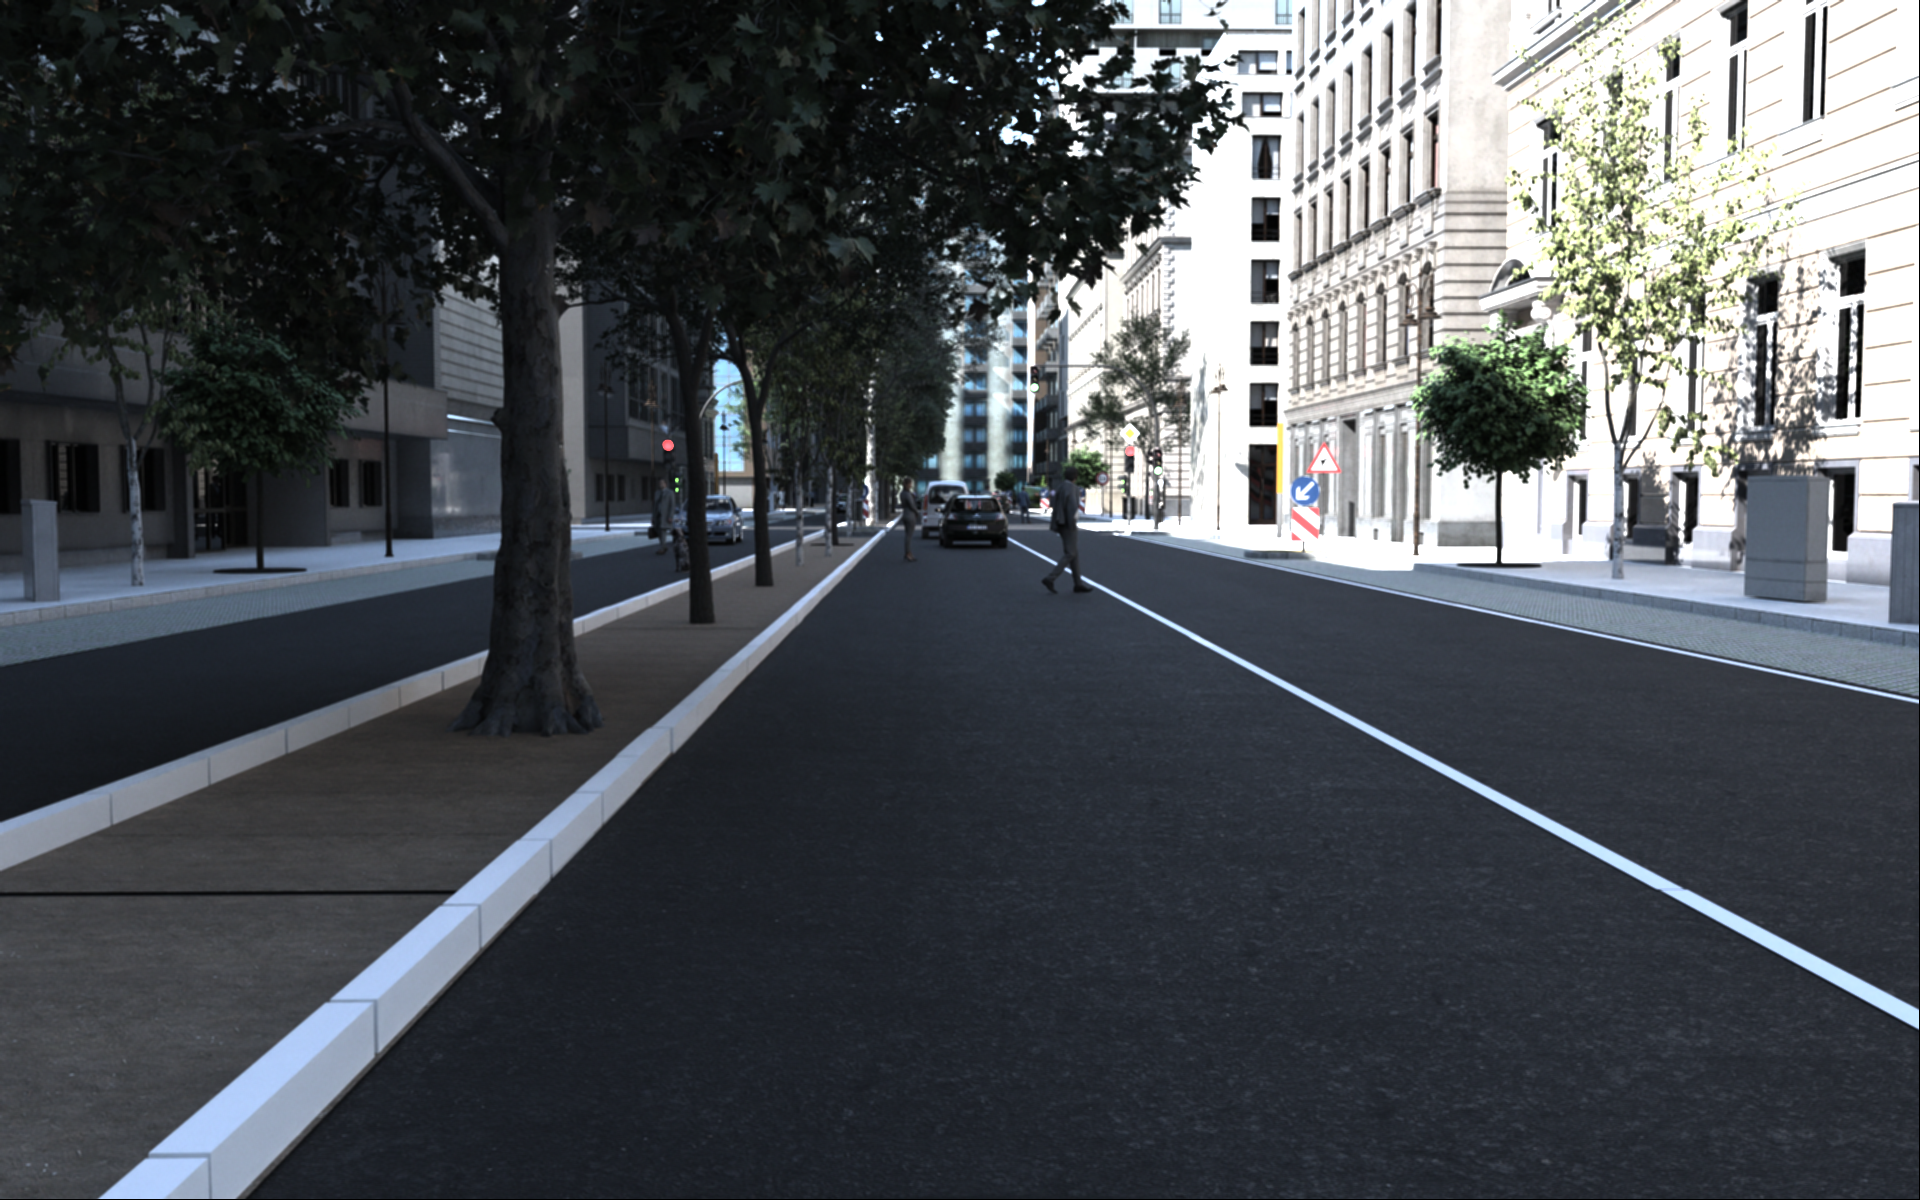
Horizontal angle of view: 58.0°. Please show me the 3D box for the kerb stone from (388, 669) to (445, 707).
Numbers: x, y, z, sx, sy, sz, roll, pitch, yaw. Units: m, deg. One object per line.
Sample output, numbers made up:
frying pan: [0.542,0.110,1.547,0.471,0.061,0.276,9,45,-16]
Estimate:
kerb stone: [-3.799,0.621,12.036,0.120,0.150,1.000,0,4,-1]

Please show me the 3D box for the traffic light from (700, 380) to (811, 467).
traffic light: [-8.232,-5.754,68.753,4.771,5.953,1.251,0,4,-1]

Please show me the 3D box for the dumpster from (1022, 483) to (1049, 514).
dumpster: [5.399,-7.296,124.240,1.985,2.255,1.502,0,4,0]

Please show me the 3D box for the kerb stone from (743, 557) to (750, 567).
kerb stone: [-4.239,-0.695,33.566,0.120,0.150,1.000,0,4,-1]

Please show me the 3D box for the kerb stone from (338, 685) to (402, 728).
kerb stone: [-3.777,0.684,11.013,0.120,0.150,1.000,0,4,-1]

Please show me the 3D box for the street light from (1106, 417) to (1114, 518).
street light: [8.244,-7.439,94.409,0.468,5.910,1.993,0,4,-1]

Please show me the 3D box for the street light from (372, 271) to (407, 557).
street light: [-11.696,-3.824,35.312,0.468,5.910,1.993,0,4,-1]

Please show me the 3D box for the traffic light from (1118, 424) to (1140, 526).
traffic light: [6.736,-4.900,69.041,0.839,4.253,0.868,0,4,-1]

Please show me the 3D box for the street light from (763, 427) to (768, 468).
street light: [-13.423,-8.956,119.219,0.468,5.910,1.993,0,4,-1]

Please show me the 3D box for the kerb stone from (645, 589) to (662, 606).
kerb stone: [-4.005,-0.006,22.287,0.120,0.150,1.000,0,4,-1]

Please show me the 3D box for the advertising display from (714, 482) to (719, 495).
advertising display: [-12.676,-5.198,90.193,0.123,1.923,0.974,0,4,0]

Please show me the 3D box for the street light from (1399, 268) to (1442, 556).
street light: [9.411,-3.840,35.566,0.468,5.910,1.993,0,4,-1]

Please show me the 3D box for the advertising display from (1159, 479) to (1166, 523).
advertising display: [8.764,-4.327,75.956,0.123,1.923,0.974,-1,4,-16]

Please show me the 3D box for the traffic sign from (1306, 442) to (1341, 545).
traffic sign: [9.123,-2.660,43.488,0.884,2.594,0.081,0,4,1]

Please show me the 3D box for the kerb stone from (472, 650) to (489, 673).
kerb stone: [-3.840,0.501,14.099,0.120,0.150,1.000,0,4,-1]

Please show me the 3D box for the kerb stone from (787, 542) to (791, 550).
kerb stone: [-4.451,-1.324,43.836,0.120,0.150,1.000,0,4,-1]

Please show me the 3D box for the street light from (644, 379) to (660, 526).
street light: [-12.373,-5.932,69.774,0.468,5.910,1.993,0,4,-1]

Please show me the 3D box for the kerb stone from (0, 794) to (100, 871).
kerb stone: [-3.690,0.934,6.919,0.120,0.150,1.000,0,4,-1]

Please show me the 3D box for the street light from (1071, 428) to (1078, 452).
street light: [7.855,-8.963,119.328,0.468,5.910,1.993,0,4,-1]

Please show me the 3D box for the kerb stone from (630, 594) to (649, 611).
kerb stone: [-3.988,0.057,21.264,0.120,0.150,1.000,0,4,-1]

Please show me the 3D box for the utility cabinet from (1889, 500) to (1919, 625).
utility cabinet: [9.694,-0.353,16.932,1.020,1.237,0.306,3,5,41]

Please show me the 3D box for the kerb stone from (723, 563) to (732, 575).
kerb stone: [-4.178,-0.507,30.486,0.120,0.150,1.000,0,4,-1]

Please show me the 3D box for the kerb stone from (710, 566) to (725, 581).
kerb stone: [-4.156,-0.445,29.464,0.120,0.150,1.000,0,4,-1]

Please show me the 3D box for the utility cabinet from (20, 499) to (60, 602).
utility cabinet: [-11.158,-0.603,21.024,0.306,1.237,1.020,-2,4,-34]

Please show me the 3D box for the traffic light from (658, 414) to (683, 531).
traffic light: [-10.157,-4.390,60.691,0.839,4.253,0.868,0,4,-1]

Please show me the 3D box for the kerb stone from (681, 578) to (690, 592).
kerb stone: [-4.072,-0.194,25.367,0.120,0.150,1.000,0,4,-1]

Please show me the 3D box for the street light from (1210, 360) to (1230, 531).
street light: [8.981,-5.337,60.054,0.468,5.910,1.993,0,4,-1]

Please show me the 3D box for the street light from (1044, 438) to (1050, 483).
street light: [7.257,-10.463,143.863,0.468,5.910,1.993,0,4,-1]

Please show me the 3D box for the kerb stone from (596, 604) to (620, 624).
kerb stone: [-3.950,0.182,19.220,0.120,0.150,1.000,0,4,-1]

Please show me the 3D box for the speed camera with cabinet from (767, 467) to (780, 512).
speed camera with cabinet: [-13.539,-8.017,125.406,0.660,3.252,2.038,0,4,6]

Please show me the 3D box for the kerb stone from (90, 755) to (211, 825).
kerb stone: [-3.713,0.872,7.941,0.120,0.150,1.000,0,4,-1]

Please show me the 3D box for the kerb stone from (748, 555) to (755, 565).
kerb stone: [-4.263,-0.758,34.588,0.120,0.150,1.000,0,4,-1]

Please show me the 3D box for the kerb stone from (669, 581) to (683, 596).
kerb stone: [-4.058,-0.131,24.345,0.120,0.150,1.000,0,4,-1]

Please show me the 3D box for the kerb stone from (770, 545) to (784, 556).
kerb stone: [-4.416,-1.198,41.775,0.120,0.150,1.000,0,4,-1]

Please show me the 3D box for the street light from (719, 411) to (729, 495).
street light: [-12.895,-7.458,94.732,0.468,5.910,1.993,0,4,-1]

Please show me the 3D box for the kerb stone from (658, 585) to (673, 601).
kerb stone: [-4.037,-0.068,23.314,0.120,0.150,1.000,0,4,-1]

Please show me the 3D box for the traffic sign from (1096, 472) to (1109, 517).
traffic sign: [8.116,-6.027,98.648,0.768,2.556,0.104,0,4,1]

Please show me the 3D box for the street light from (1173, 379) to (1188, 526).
street light: [8.854,-5.925,69.656,0.468,5.910,1.993,0,4,-1]

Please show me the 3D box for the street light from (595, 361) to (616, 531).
street light: [-12.208,-5.322,59.799,0.468,5.910,1.993,0,4,-1]

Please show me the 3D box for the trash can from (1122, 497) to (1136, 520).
trash can: [8.383,-4.548,86.018,0.748,1.137,0.748,0,3,0]

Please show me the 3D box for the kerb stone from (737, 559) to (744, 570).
kerb stone: [-4.214,-0.633,32.544,0.120,0.150,1.000,0,4,-1]

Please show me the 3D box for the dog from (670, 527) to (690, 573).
dog: [-5.120,-0.923,31.921,0.513,0.831,0.800,0,4,-4]

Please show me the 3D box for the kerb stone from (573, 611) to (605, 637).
kerb stone: [-3.912,0.248,18.189,0.120,0.150,1.000,0,4,-1]

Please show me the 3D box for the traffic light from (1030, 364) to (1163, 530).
traffic light: [4.811,-5.273,60.873,4.771,5.953,1.251,0,4,-1]

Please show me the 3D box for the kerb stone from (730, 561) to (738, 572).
kerb stone: [-4.198,-0.570,31.520,0.120,0.150,1.000,0,4,-1]

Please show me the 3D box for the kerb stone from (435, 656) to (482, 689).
kerb stone: [-3.816,0.560,13.067,0.120,0.150,1.000,0,4,-1]

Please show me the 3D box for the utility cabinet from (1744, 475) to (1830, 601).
utility cabinet: [9.992,-0.749,20.931,0.318,1.500,1.173,-1,4,-9]

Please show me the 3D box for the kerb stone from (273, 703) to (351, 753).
kerb stone: [-3.754,0.746,9.992,0.120,0.150,1.000,0,4,-1]

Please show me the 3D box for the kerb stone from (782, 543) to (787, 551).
kerb stone: [-4.429,-1.261,42.806,0.120,0.150,1.000,0,4,-1]

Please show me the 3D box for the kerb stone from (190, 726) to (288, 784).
kerb stone: [-3.738,0.809,8.969,0.120,0.150,1.000,0,4,-1]

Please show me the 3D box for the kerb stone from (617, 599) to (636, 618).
kerb stone: [-3.965,0.123,20.242,0.120,0.150,1.000,0,4,-1]
